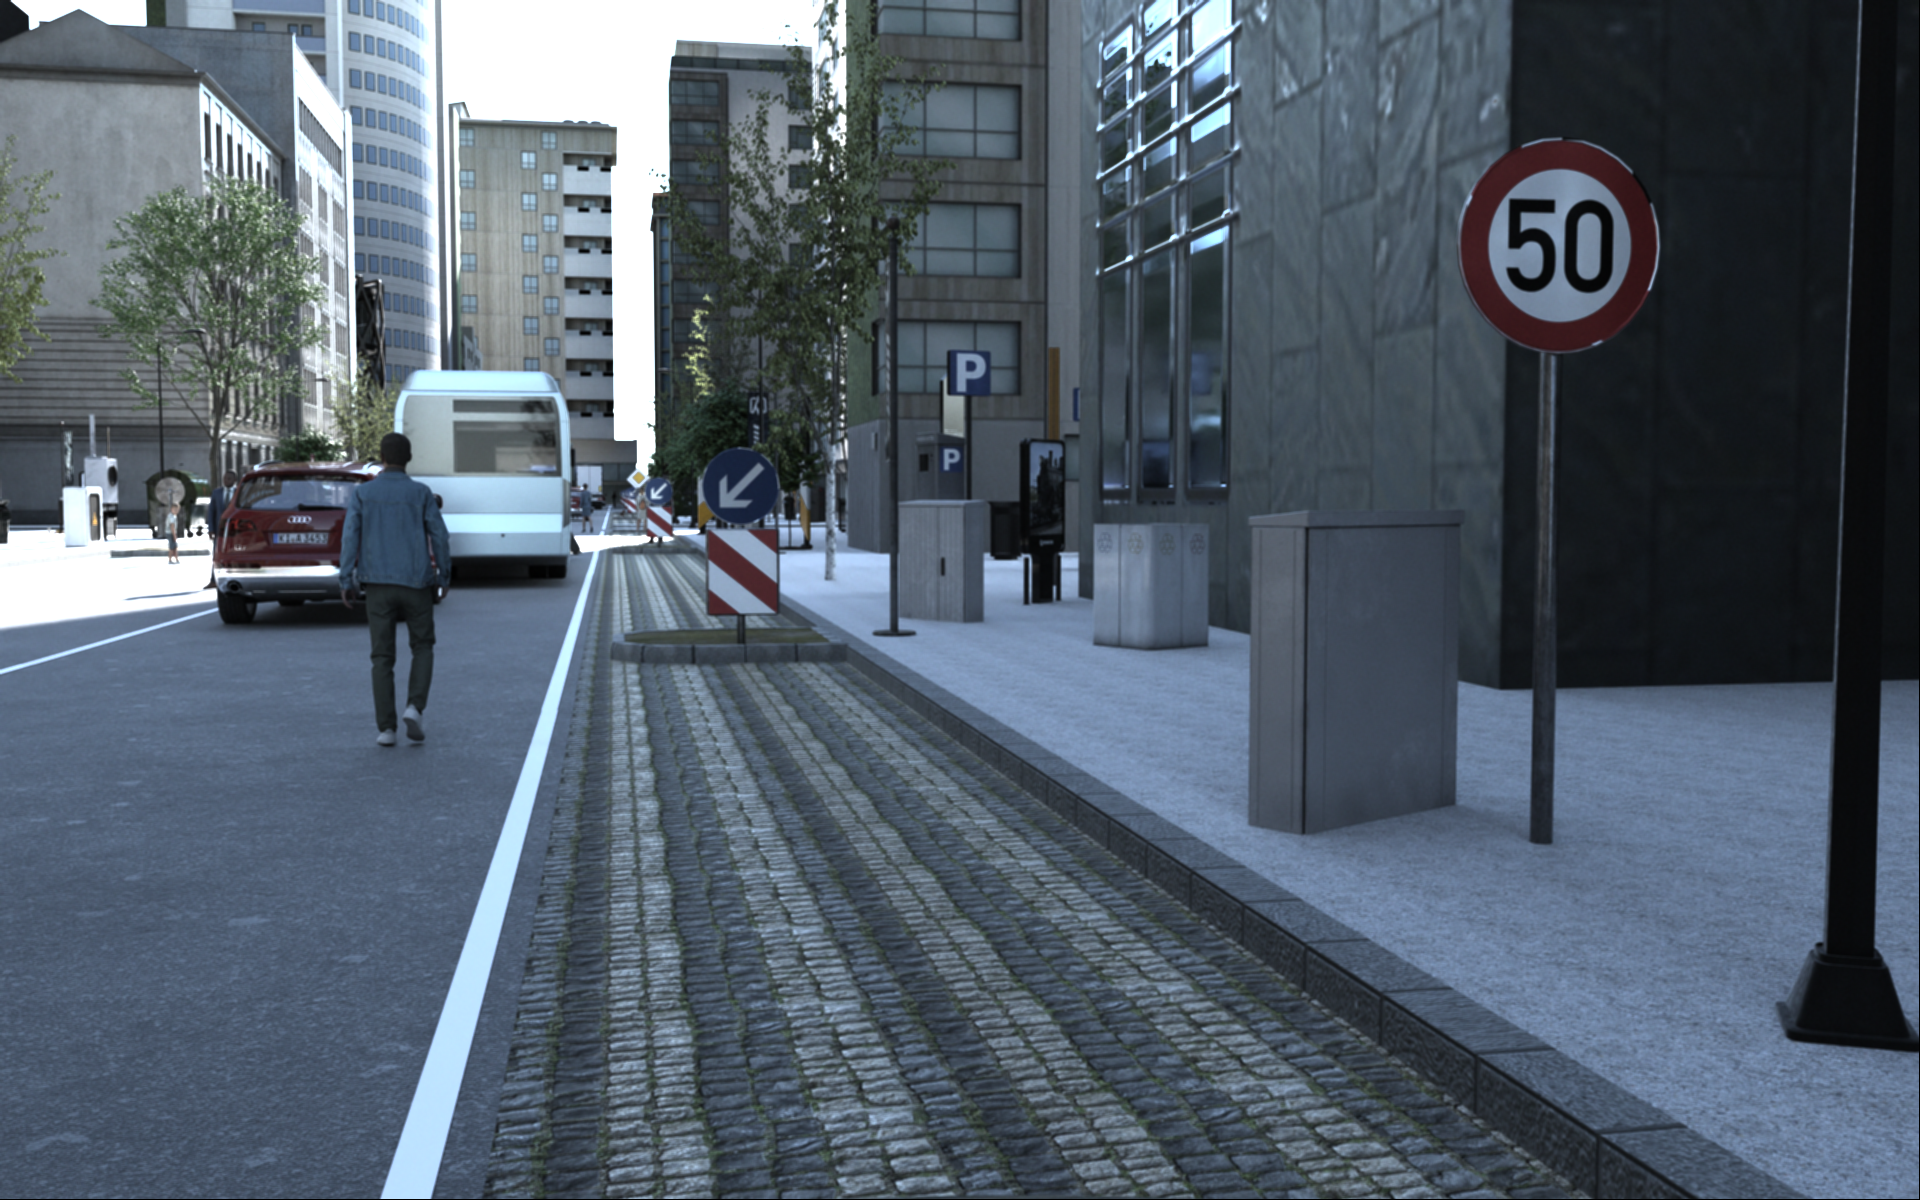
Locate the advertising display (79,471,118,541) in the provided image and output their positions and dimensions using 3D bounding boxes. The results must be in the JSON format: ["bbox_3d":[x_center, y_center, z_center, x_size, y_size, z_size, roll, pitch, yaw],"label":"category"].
[{"bbox_3d":[-24.744,-2.724,49.753,0.974,1.923,0.123,-3,5,-42],"label":"advertising display"}]

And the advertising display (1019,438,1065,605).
[{"bbox_3d":[0.975,-0.929,20.409,0.123,1.923,0.974,2,4,29],"label":"advertising display"}]

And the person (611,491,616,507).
[{"bbox_3d":[-38.418,-11.175,192.029,0.721,1.723,1.217,1,4,12],"label":"person"}]

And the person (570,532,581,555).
[{"bbox_3d":[-9.636,-1.946,40.528,1.509,1.804,0.699,-2,4,-23],"label":"person"}]

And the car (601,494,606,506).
[{"bbox_3d":[-43.089,-12.024,205.259,2.281,1.827,5.304,-1,4,-10],"label":"car"}]

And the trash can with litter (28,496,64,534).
[{"bbox_3d":[-28.758,-2.723,55.576,1.678,1.210,2.233,-3,5,-44],"label":"trash can with litter"}]

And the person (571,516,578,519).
[{"bbox_3d":[-22.168,-5.574,99.842,0.606,1.804,0.583,-3,5,-40],"label":"person"}]

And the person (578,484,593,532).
[{"bbox_3d":[-13.963,-3.436,64.695,0.581,1.822,0.654,-2,4,-34],"label":"person"}]

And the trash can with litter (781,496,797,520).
[{"bbox_3d":[-8.450,-4.554,85.848,0.624,1.170,1.055,1,4,9],"label":"trash can with litter"}]

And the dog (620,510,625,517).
[{"bbox_3d":[-19.669,-4.991,100.887,0.540,0.507,0.406,1,4,15],"label":"dog"}]

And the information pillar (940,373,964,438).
[{"bbox_3d":[-0.124,-2.341,29.632,0.504,3.616,0.183,-3,5,-41],"label":"information pillar"}]

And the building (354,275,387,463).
[{"bbox_3d":[-47.722,-15.245,116.700,16.820,18.784,16.811,-1,4,-11],"label":"building"}]

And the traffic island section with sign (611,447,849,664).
[{"bbox_3d":[-2.113,-0.419,15.472,1.989,1.847,2.006,-1,4,-11],"label":"traffic island section with sign"}]

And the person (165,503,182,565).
[{"bbox_3d":[-15.996,-1.348,35.224,0.352,1.250,0.332,1,4,11],"label":"person"}]

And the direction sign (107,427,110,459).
[{"bbox_3d":[-28.886,-4.087,58.818,0.379,3.537,0.876,-2,4,-23],"label":"direction sign"}]

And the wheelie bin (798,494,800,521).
[{"bbox_3d":[-7.222,-4.550,82.295,0.693,1.594,0.980,3,5,44],"label":"wheelie bin"}]

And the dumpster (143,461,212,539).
[{"bbox_3d":[-22.919,-2.949,50.709,1.502,2.255,1.985,-1,4,-11],"label":"dumpster"}]

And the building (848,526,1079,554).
[{"bbox_3d":[3.815,-22.045,44.029,14.154,41.232,14.086,-1,4,-11],"label":"building"}]

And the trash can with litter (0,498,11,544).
[{"bbox_3d":[-24.944,-2.026,44.509,1.055,1.170,0.624,1,4,20],"label":"trash can with litter"}]

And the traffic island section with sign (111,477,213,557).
[{"bbox_3d":[-18.404,-1.931,40.208,1.989,1.847,2.006,-1,4,-11],"label":"traffic island section with sign"}]

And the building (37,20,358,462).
[{"bbox_3d":[-41.892,-17.110,97.763,12.078,24.808,19.932,-1,4,-11],"label":"building"}]

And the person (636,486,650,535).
[{"bbox_3d":[-10.935,-3.071,59.716,0.512,1.701,0.522,-1,4,-11],"label":"person"}]

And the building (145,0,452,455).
[{"bbox_3d":[-57.425,-37.399,153.468,21.231,58.520,28.212,-1,4,-11],"label":"building"}]

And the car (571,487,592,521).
[{"bbox_3d":[-20.959,-5.172,93.232,2.281,1.827,5.304,-1,4,-13],"label":"car"}]

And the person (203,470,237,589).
[{"bbox_3d":[-11.167,-1.082,26.378,0.721,1.800,0.419,-2,4,-23],"label":"person"}]

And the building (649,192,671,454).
[{"bbox_3d":[-30.511,-36.060,244.209,28.867,44.769,22.147,-1,4,-11],"label":"building"}]

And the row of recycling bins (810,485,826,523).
[{"bbox_3d":[-6.752,-4.404,79.117,1.069,1.692,3.534,0,4,2],"label":"row of recycling bins"}]

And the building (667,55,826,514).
[{"bbox_3d":[-12.938,-21.250,119.146,14.160,30.474,14.107,-1,4,-11],"label":"building"}]

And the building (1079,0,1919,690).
[{"bbox_3d":[15.457,-42.405,5.989,22.319,86.520,31.000,-1,4,-11],"label":"building"}]

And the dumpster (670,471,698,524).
[{"bbox_3d":[-11.764,-4.393,74.317,1.502,2.255,1.985,-1,4,-11],"label":"dumpster"}]

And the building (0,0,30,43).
[{"bbox_3d":[-49.527,-14.891,73.153,15.834,23.373,12.332,-1,4,-11],"label":"building"}]

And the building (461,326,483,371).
[{"bbox_3d":[-70.405,-21.583,197.926,28.899,21.520,27.650,-1,4,-11],"label":"building"}]

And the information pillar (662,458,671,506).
[{"bbox_3d":[-16.511,-6.489,97.448,0.504,3.616,0.183,1,4,10],"label":"information pillar"}]

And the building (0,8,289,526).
[{"bbox_3d":[-37.435,-14.078,79.327,9.793,20.994,18.267,-1,4,-11],"label":"building"}]

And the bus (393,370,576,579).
[{"bbox_3d":[-8.635,-2.295,32.377,2.948,3.499,13.247,-1,4,-13],"label":"bus"}]

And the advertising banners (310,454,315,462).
[{"bbox_3d":[-28.303,-4.817,74.944,0.090,3.025,2.074,0,4,2],"label":"advertising banners"}]

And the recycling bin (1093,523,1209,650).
[{"bbox_3d":[1.616,-0.128,14.653,0.722,1.027,0.722,-3,4,-38],"label":"recycling bin"}]

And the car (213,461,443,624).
[{"bbox_3d":[-7.469,-0.744,20.833,2.281,1.827,5.304,-1,4,-11],"label":"car"}]

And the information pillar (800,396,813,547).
[{"bbox_3d":[-3.738,-3.087,41.822,0.183,3.616,0.504,-2,4,-26],"label":"information pillar"}]

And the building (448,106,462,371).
[{"bbox_3d":[-58.513,-30.116,175.998,14.154,41.232,14.086,-1,4,-11],"label":"building"}]

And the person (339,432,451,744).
[{"bbox_3d":[-3.217,-0.064,9.888,0.601,1.785,0.444,-1,4,-14],"label":"person"}]

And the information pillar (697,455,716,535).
[{"bbox_3d":[-8.095,-3.889,54.947,0.504,3.616,0.183,-1,4,-18],"label":"information pillar"}]

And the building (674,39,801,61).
[{"bbox_3d":[-19.328,-29.189,160.827,14.154,41.232,14.086,-1,4,-11],"label":"building"}]

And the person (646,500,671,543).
[{"bbox_3d":[-8.718,-2.529,50.039,0.721,1.800,0.419,0,4,6],"label":"person"}]

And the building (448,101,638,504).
[{"bbox_3d":[-59.329,-39.923,241.975,27.495,52.752,28.713,-1,4,-11],"label":"building"}]
